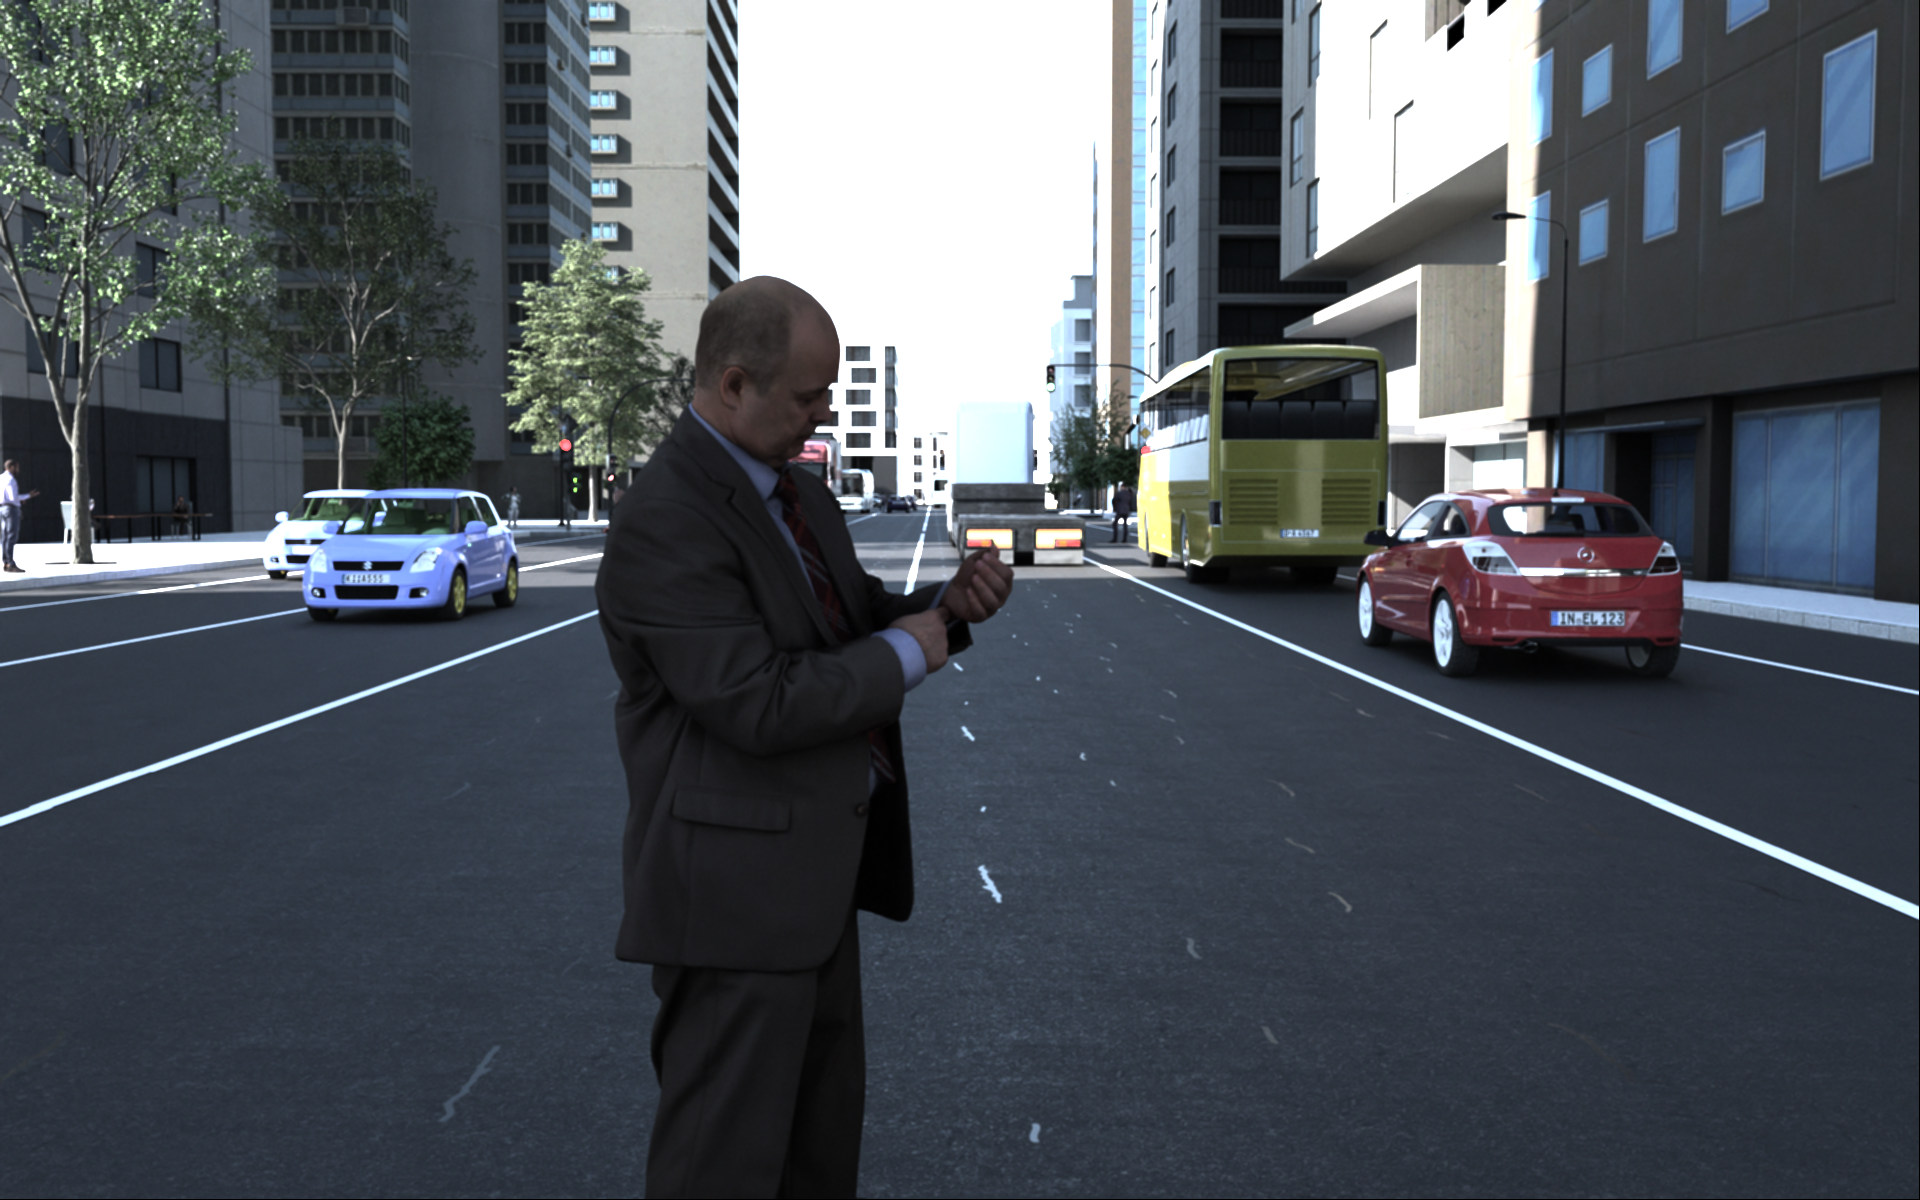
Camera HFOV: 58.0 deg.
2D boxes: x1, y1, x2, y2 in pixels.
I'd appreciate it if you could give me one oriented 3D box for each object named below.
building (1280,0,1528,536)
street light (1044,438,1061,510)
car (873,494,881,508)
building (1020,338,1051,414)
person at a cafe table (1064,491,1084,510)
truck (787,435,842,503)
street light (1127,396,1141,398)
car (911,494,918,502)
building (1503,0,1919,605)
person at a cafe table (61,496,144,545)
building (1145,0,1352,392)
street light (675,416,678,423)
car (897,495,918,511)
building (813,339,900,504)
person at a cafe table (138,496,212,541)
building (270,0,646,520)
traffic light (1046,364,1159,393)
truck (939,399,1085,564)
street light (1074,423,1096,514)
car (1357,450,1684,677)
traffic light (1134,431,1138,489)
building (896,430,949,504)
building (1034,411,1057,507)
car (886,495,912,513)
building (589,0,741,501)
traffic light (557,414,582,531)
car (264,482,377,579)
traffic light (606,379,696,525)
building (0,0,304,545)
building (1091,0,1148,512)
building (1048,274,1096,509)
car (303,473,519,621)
[{"bbox_3d":[24.672,-27.944,46.119,28.713,52.752,27.495,0,4,-1],"label":"building"},{"bbox_3d":[7.629,-10.467,143.669,1.470,5.913,1.316,0,4,-1],"label":"street light"},{"bbox_3d":[-8.721,-10.012,173.474,2.009,1.686,4.222,0,4,-1],"label":"car"},{"bbox_3d":[16.247,-20.691,204.757,16.747,18.905,31.486,0,4,-1],"label":"building"},{"bbox_3d":[9.437,-8.246,143.337,1.622,1.524,1.698,-1,4,-20],"label":"person at a cafe table"},{"bbox_3d":[-7.276,-5.843,84.444,2.839,4.237,11.283,0,4,-1],"label":"truck"},{"bbox_3d":[8.574,-6.685,81.835,1.470,5.913,1.316,0,4,-1],"label":"street light"},{"bbox_3d":[-6.165,-12.277,212.529,2.131,1.459,4.920,0,4,-2],"label":"car"},{"bbox_3d":[17.552,-22.955,25.424,14.600,45.320,14.200,0,4,-1],"label":"building"},{"bbox_3d":[-22.276,-2.202,44.511,1.698,1.524,1.622,1,4,18],"label":"person at a cafe table"},{"bbox_3d":[19.712,-39.001,75.925,20.611,71.187,20.563,0,4,-1],"label":"building"},{"bbox_3d":[-15.822,-7.776,99.671,1.470,5.913,1.316,0,4,-1],"label":"street light"},{"bbox_3d":[-4.595,-8.426,150.350,1.945,1.354,3.894,0,4,1],"label":"car"},{"bbox_3d":[-24.922,-24.297,241.229,32.646,21.610,27.936,0,4,-1],"label":"building"},{"bbox_3d":[-21.737,-2.283,48.187,1.698,1.238,1.726,-1,4,-13],"label":"person at a cafe table"},{"bbox_3d":[-33.242,-24.526,92.887,32.217,40.220,23.993,0,4,-1],"label":"building"},{"bbox_3d":[5.364,-5.256,60.606,4.771,5.953,1.251,0,4,-1],"label":"traffic light"},{"bbox_3d":[1.045,-3.276,43.321,2.967,4.110,18.799,0,4,-1],"label":"truck"},{"bbox_3d":[8.128,-8.576,112.753,1.470,5.913,1.316,0,4,-1],"label":"street light"},{"bbox_3d":[4.697,-0.368,15.061,2.155,1.783,4.494,0,4,1],"label":"car"},{"bbox_3d":[7.330,-4.883,68.764,0.839,4.253,0.868,0,4,-1],"label":"traffic light"},{"bbox_3d":[5.577,-17.773,232.743,28.070,9.664,9.099,0,4,-1],"label":"building"},{"bbox_3d":[12.419,-14.251,175.154,9.099,9.664,28.070,0,4,-1],"label":"building"},{"bbox_3d":[-4.674,-7.309,132.075,1.945,1.354,3.894,0,4,1],"label":"car"},{"bbox_3d":[-28.385,-30.998,130.525,21.300,48.544,21.600,0,4,-1],"label":"building"},{"bbox_3d":[-13.664,-4.374,60.436,0.839,4.253,0.868,0,4,-1],"label":"traffic light"},{"bbox_3d":[-10.815,-1.265,30.277,1.945,1.707,3.694,0,4,-2],"label":"car"},{"bbox_3d":[-11.699,-5.738,68.488,4.771,5.953,1.251,0,4,-1],"label":"traffic light"},{"bbox_3d":[-34.340,-37.504,51.436,20.611,71.187,20.563,0,4,-1],"label":"building"},{"bbox_3d":[17.247,-29.192,127.407,14.600,45.320,14.200,0,4,-1],"label":"building"},{"bbox_3d":[16.066,-18.246,154.739,16.016,20.091,11.380,0,4,-1],"label":"building"},{"bbox_3d":[-6.510,-0.682,20.739,1.945,1.707,3.694,0,4,0],"label":"car"}]
